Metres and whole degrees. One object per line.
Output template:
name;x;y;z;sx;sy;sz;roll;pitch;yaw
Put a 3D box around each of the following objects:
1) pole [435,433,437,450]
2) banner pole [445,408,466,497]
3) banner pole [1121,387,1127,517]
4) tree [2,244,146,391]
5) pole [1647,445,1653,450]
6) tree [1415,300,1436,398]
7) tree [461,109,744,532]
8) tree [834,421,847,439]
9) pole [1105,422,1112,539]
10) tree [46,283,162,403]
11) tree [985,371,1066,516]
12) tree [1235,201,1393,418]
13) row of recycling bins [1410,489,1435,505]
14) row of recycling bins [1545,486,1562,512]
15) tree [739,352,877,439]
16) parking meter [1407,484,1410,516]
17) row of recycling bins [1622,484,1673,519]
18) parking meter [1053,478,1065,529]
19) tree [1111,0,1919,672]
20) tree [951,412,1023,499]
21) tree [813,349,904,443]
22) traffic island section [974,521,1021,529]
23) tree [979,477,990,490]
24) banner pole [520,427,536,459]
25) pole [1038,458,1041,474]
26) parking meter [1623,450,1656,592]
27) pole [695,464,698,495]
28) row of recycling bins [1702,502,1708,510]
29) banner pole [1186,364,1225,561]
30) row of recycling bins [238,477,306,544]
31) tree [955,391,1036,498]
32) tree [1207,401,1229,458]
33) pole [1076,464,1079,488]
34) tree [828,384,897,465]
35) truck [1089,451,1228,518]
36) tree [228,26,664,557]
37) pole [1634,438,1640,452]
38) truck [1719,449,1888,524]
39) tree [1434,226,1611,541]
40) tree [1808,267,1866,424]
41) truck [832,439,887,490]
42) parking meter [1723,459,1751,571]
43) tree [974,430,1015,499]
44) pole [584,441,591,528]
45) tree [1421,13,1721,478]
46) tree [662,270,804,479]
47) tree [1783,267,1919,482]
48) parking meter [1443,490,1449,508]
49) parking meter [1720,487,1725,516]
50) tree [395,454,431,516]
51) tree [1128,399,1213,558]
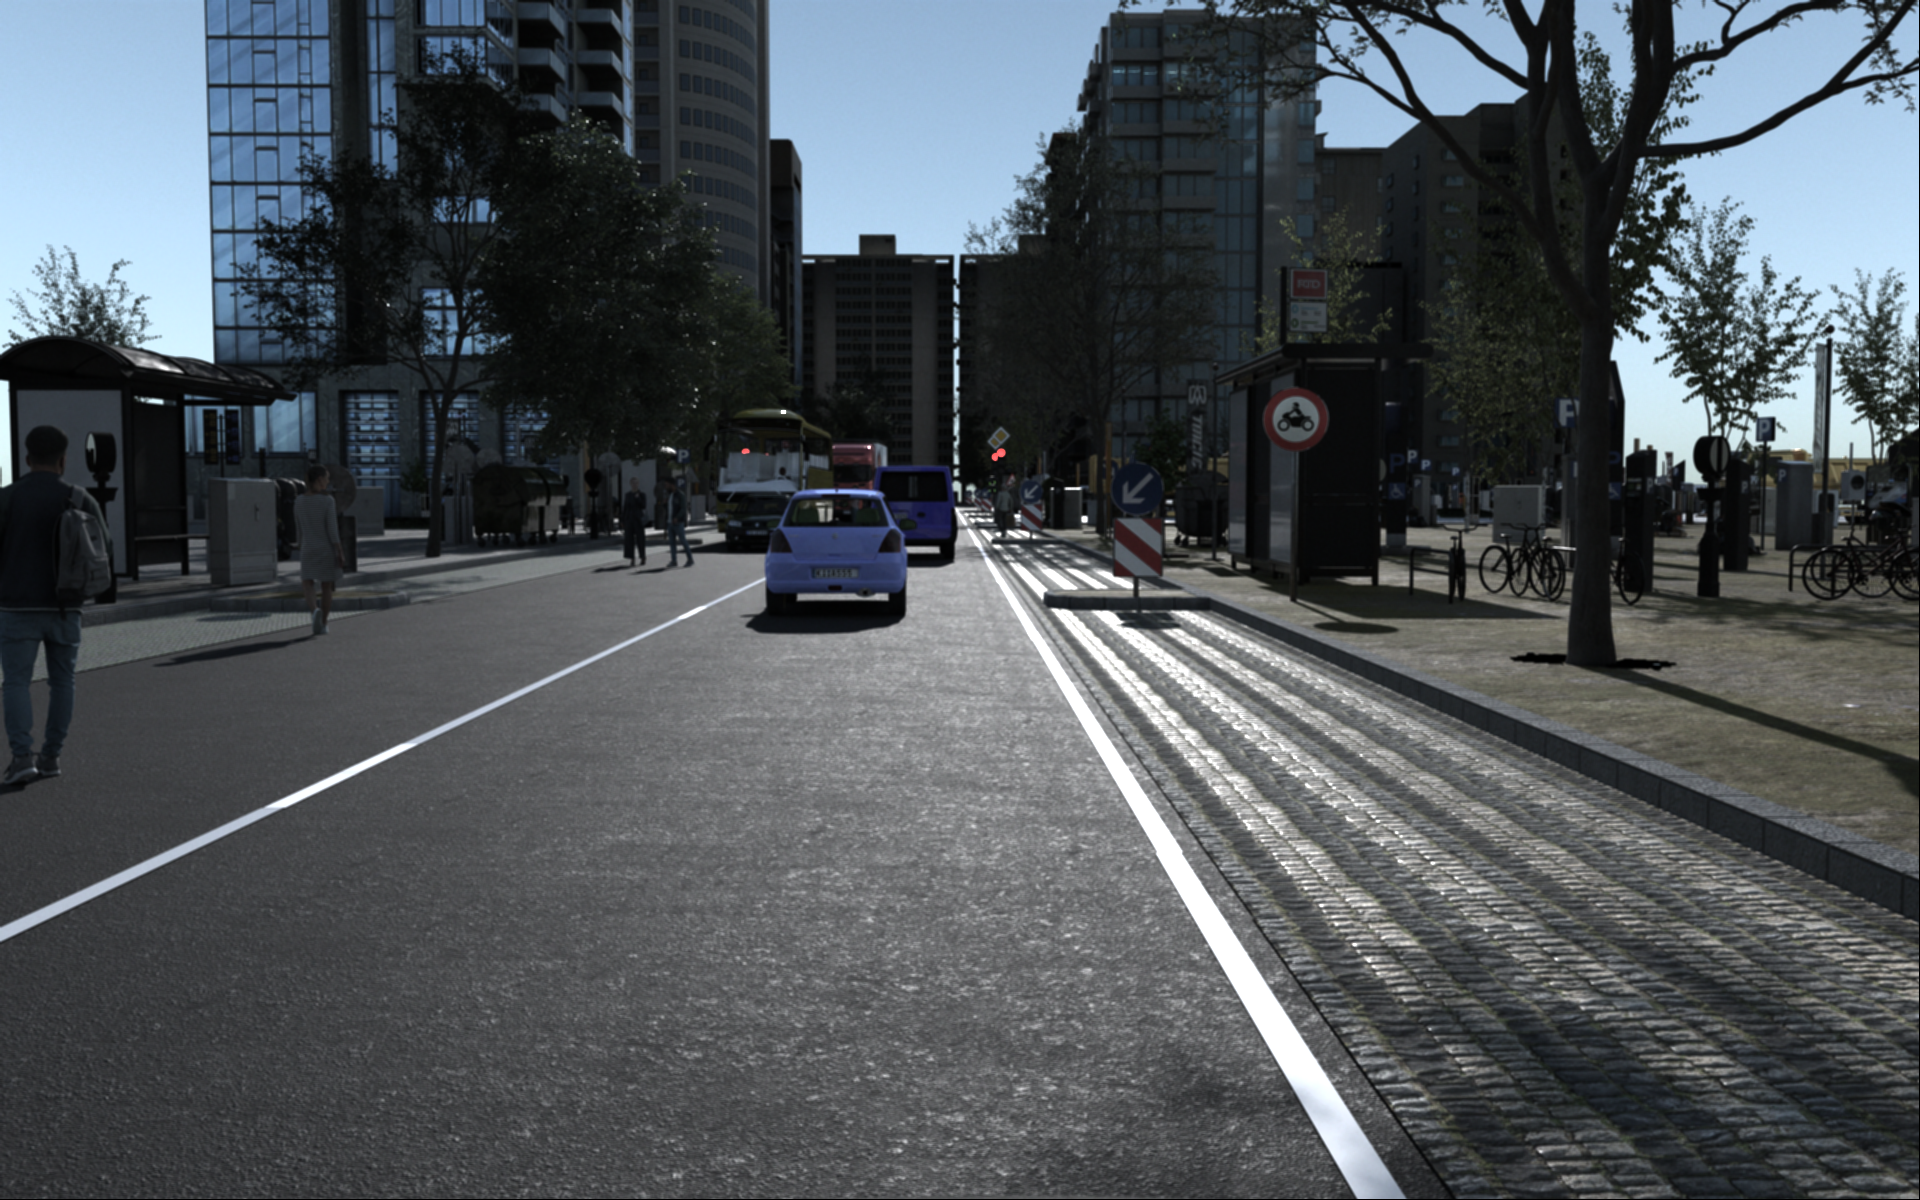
pole;-17.328;-3.896;57.547;0.158;3.312;0.155;0;3;0
banner pole;-14.567;-3.683;50.229;0.863;3.779;0.401;-3;5;-43
banner pole;3.839;-3.088;40.503;0.401;3.779;0.863;0;4;-1
tree;-25.738;-6.148;50.885;4.360;8.622;3.978;0;3;0
pole;28.771;-4.800;72.322;0.158;3.312;0.155;0;3;0
tree;16.719;-6.463;56.026;4.360;8.622;3.978;0;3;0
tree;-11.935;-9.252;57.928;9.857;13.997;8.962;0;3;0
tree;-13.003;-13.611;172.906;4.737;8.622;4.395;0;3;0
pole;4.227;-3.393;49.311;0.158;3.312;0.155;0;3;0
tree;-29.467;-6.711;60.088;4.737;8.622;4.395;0;3;0
tree;3.762;-9.144;99.863;4.737;8.622;4.395;0;3;0
tree;9.093;-5.753;44.426;4.360;8.622;3.978;0;3;0
row of recycling bins;34.653;-7.620;131.695;1.069;1.692;3.534;-2;4;-33
row of recycling bins;31.563;-5.157;91.434;1.069;1.692;3.534;-3;5;-44
tree;-11.336;-10.852;111.849;8.767;10.594;7.601;-3;5;-42
parking meter;28.523;-6.416;110.609;0.399;1.863;0.255;-1;4;-15
row of recycling bins;27.001;-3.738;68.221;3.534;1.692;1.069;-3;5;-40
parking meter;3.701;-3.598;64.544;0.399;1.863;0.255;1;4;19
tree;4.653;-6.251;12.568;12.009;13.543;11.850;0;3;0
tree;3.263;-18.735;223.328;9.611;12.733;9.660;0;3;0
tree;-13.492;-22.807;228.789;12.611;20.169;13.585;0;3;0
traffic island section;1.654;-3.513;79.720;2.009;0.180;2.903;0;4;0
tree;2.818;-12.018;191.099;1.663;3.219;1.824;0;3;0
banner pole;-16.193;-4.566;64.669;0.863;3.779;0.401;1;4;11
pole;4.434;-6.292;96.716;0.158;3.312;0.155;0;3;0
parking meter;8.924;-1.042;22.755;0.399;1.863;0.255;-3;5;-43
pole;-15.110;-6.452;99.328;0.158;3.312;0.155;0;3;0
row of recycling bins;61.034;-8.263;142.212;1.069;1.692;3.534;3;4;39
banner pole;4.698;-2.647;33.296;0.863;3.779;0.401;-1;4;-20
row of recycling bins;-17.749;-2.288;44.524;1.069;1.692;3.534;0;4;3
tree;3.023;-13.043;147.668;7.601;10.594;8.767;0;3;0
tree;20.387;-11.203;133.538;4.360;8.622;3.978;0;3;0
pole;7.880;-7.470;115.970;0.158;3.312;0.155;0;3;0
tree;-11.751;-17.941;199.998;9.857;13.997;8.962;0;3;0
truck;10.546;-4.852;75.255;9.791;3.379;3.469;0;4;2
tree;-10.481;-6.140;34.799;7.601;10.594;8.767;2;4;35
pole;24.809;-4.264;63.563;0.158;3.312;0.155;0;3;0
truck;37.716;-4.905;76.119;9.791;3.379;3.469;0;3;0
tree;16.025;-5.962;47.836;4.360;8.622;3.978;0;3;0
tree;18.893;-5.651;42.752;4.737;8.622;4.395;0;3;0
truck;-5.358;-6.185;90.037;2.839;4.237;11.283;0;4;1
parking meter;13.094;-1.435;29.178;0.399;1.863;0.255;-3;4;-36
tree;3.571;-15.256;199.802;4.360;8.622;3.978;0;3;0
pole;-14.040;-4.368;65.252;0.158;3.312;0.155;0;3;0
tree;9.449;-4.645;26.306;4.737;8.622;4.395;0;3;0
tree;-11.724;-10.406;88.266;7.486;12.596;7.792;0;3;0
tree;29.915;-6.458;55.953;4.737;8.622;4.395;0;3;0
parking meter;32.842;-6.643;117.016;0.372;1.533;0.369;0;3;0
parking meter;28.281;-3.400;63.998;0.372;1.533;0.369;0;3;0
tree;-25.720;-5.367;82.357;1.663;3.219;1.824;0;3;0
tree;4.288;-2.481;35.166;1.663;3.219;1.824;0;3;0
